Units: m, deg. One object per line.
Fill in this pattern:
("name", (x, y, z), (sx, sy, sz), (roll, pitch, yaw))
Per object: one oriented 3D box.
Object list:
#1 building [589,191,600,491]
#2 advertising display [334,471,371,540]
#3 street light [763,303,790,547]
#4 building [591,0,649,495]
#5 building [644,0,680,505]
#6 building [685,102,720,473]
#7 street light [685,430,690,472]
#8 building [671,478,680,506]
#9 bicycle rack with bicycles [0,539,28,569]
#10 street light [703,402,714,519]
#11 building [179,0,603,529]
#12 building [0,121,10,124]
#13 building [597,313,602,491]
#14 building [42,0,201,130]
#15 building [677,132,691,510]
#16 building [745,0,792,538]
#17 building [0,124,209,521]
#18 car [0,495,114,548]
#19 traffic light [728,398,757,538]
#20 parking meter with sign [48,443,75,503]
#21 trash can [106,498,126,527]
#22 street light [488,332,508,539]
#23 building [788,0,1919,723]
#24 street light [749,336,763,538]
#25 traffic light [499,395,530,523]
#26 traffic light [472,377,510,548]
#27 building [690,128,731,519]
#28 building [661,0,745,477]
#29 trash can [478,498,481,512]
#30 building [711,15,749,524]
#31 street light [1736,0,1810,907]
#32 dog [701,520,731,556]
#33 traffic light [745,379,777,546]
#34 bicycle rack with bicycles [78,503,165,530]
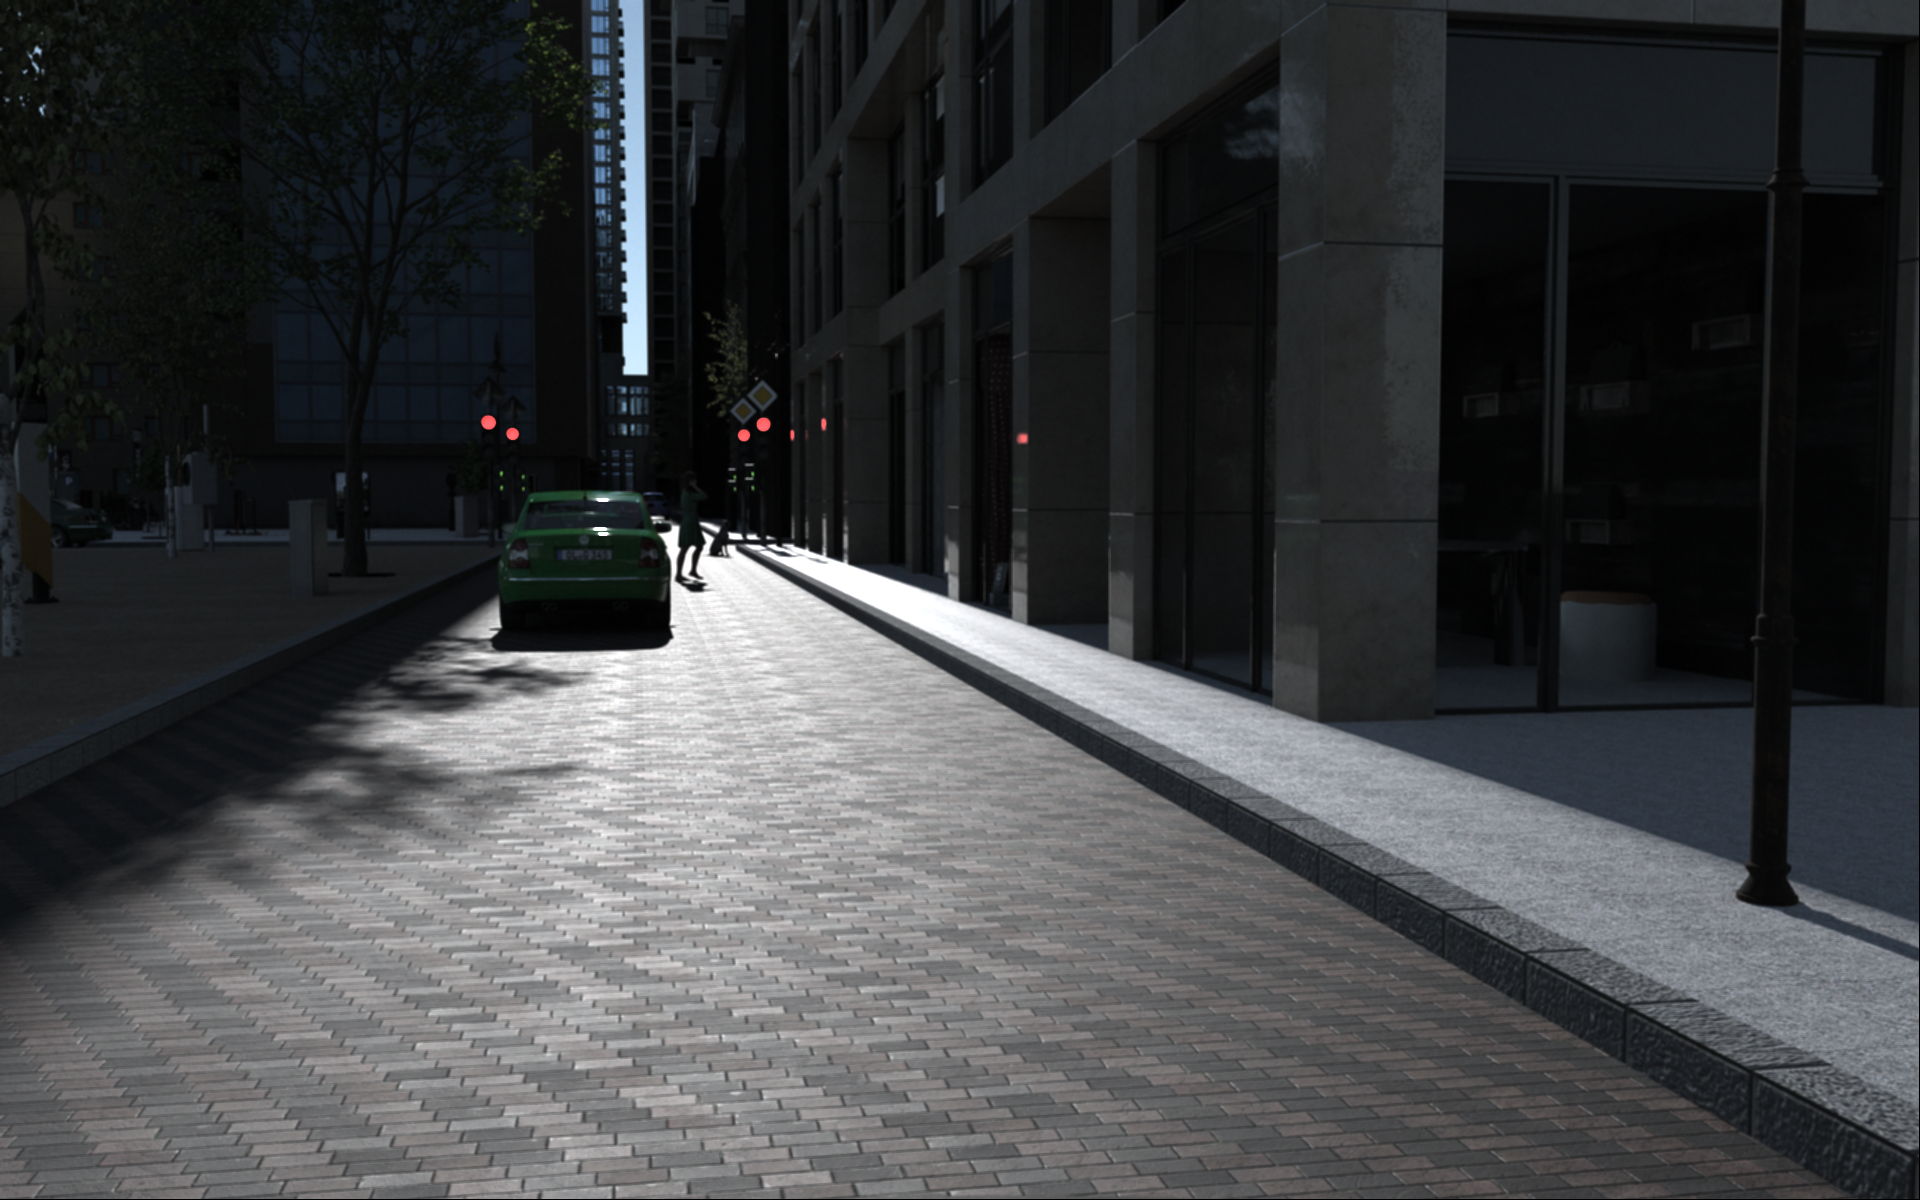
("building", (-40.234, -23.580, 157.238), (14.160, 30.474, 14.107), (-1, 4, -10))
("advertising display", (-17.064, -2.658, 48.679), (0.974, 1.923, 0.123), (0, 4, 0))
("street light", (-4.411, -4.240, 42.116), (0.468, 5.910, 1.993), (-1, 4, -10))
("building", (-54.258, -54.988, 211.731), (31.000, 86.520, 22.319), (-1, 4, -10))
("building", (-28.852, -47.612, 216.716), (20.611, 71.187, 20.563), (-1, 4, -10))
("building", (-11.864, -18.198, 115.558), (12.078, 24.808, 19.932), (-1, 4, -10))
("street light", (-19.487, -9.255, 124.106), (0.468, 5.910, 1.993), (-1, 4, -10))
("building", (-15.475, -30.471, 190.089), (32.217, 40.220, 23.993), (-1, 4, -10))
("bicycle rack with bicycles", (-17.044, -0.958, 29.038), (2.925, 0.926, 2.852), (1, 4, 19))
("street light", (-12.665, -7.005, 87.325), (0.468, 5.910, 1.993), (-1, 4, -10))
("building", (-22.006, -25.638, 69.297), (14.600, 45.320, 14.200), (-1, 4, -10))
("building", (-111.250, -33.621, 199.808), (14.200, 45.320, 14.600), (-1, 4, -10))
("building", (-52.829, -20.639, 182.488), (28.899, 21.520, 27.650), (-1, 4, -10))
("building", (-94.227, -46.896, 204.998), (20.611, 71.187, 20.563), (-1, 4, -10))
("building", (-16.089, -22.674, 142.423), (14.160, 30.474, 14.107), (-1, 4, -10))
("building", (1.303, -13.899, 56.927), (15.834, 23.373, 12.332), (-1, 4, -10))
("building", (-36.093, -15.436, 97.414), (27.650, 21.520, 28.899), (-1, 4, -10))
("car", (-23.980, -1.938, 43.477), (4.920, 1.459, 2.131), (-1, 4, -10))
("traffic light", (-6.323, -3.765, 50.470), (0.839, 4.253, 0.868), (-1, 4, -10))
("parking meter with sign", (-30.224, -3.796, 58.332), (1.738, 3.016, 0.543), (2, 4, 30))
("trash can", (-33.289, -3.468, 68.351), (0.748, 1.137, 0.748), (0, 3, 0))
("street light", (-13.169, -4.688, 49.437), (0.468, 5.910, 1.993), (-1, 4, -10))
("building", (8.350, -13.628, 27.339), (19.350, 26.468, 34.151), (-1, 4, -10))
("street light", (-5.931, -4.779, 50.924), (0.468, 5.910, 1.993), (-1, 4, -10))
("traffic light", (-12.673, -3.692, 49.280), (0.839, 4.253, 0.868), (-1, 4, -10))
("traffic light", (-11.216, -3.211, 41.428), (0.839, 4.253, 0.868), (-1, 4, -10))
("building", (-8.739, -16.413, 98.026), (12.332, 23.373, 15.834), (-1, 4, -10))
("building", (-13.306, -35.152, 163.974), (28.713, 52.752, 27.495), (-1, 4, -10))
("trash can", (-15.954, -2.732, 56.320), (0.748, 1.137, 0.748), (0, 3, 0))
("building", (-5.367, -15.322, 79.401), (11.050, 23.489, 19.941), (-1, 4, -10))
("street light", (2.551, -1.988, 5.294), (0.468, 5.910, 1.993), (-1, 4, -10))
("dog", (-5.710, -1.435, 40.291), (0.800, 0.831, 0.513), (-1, 4, -12))
("traffic light", (-4.866, -3.284, 42.619), (0.839, 4.253, 0.868), (-1, 4, -10))
("bicycle rack with bicycles", (-31.970, -3.249, 66.499), (2.852, 0.926, 2.925), (0, 4, -6))
